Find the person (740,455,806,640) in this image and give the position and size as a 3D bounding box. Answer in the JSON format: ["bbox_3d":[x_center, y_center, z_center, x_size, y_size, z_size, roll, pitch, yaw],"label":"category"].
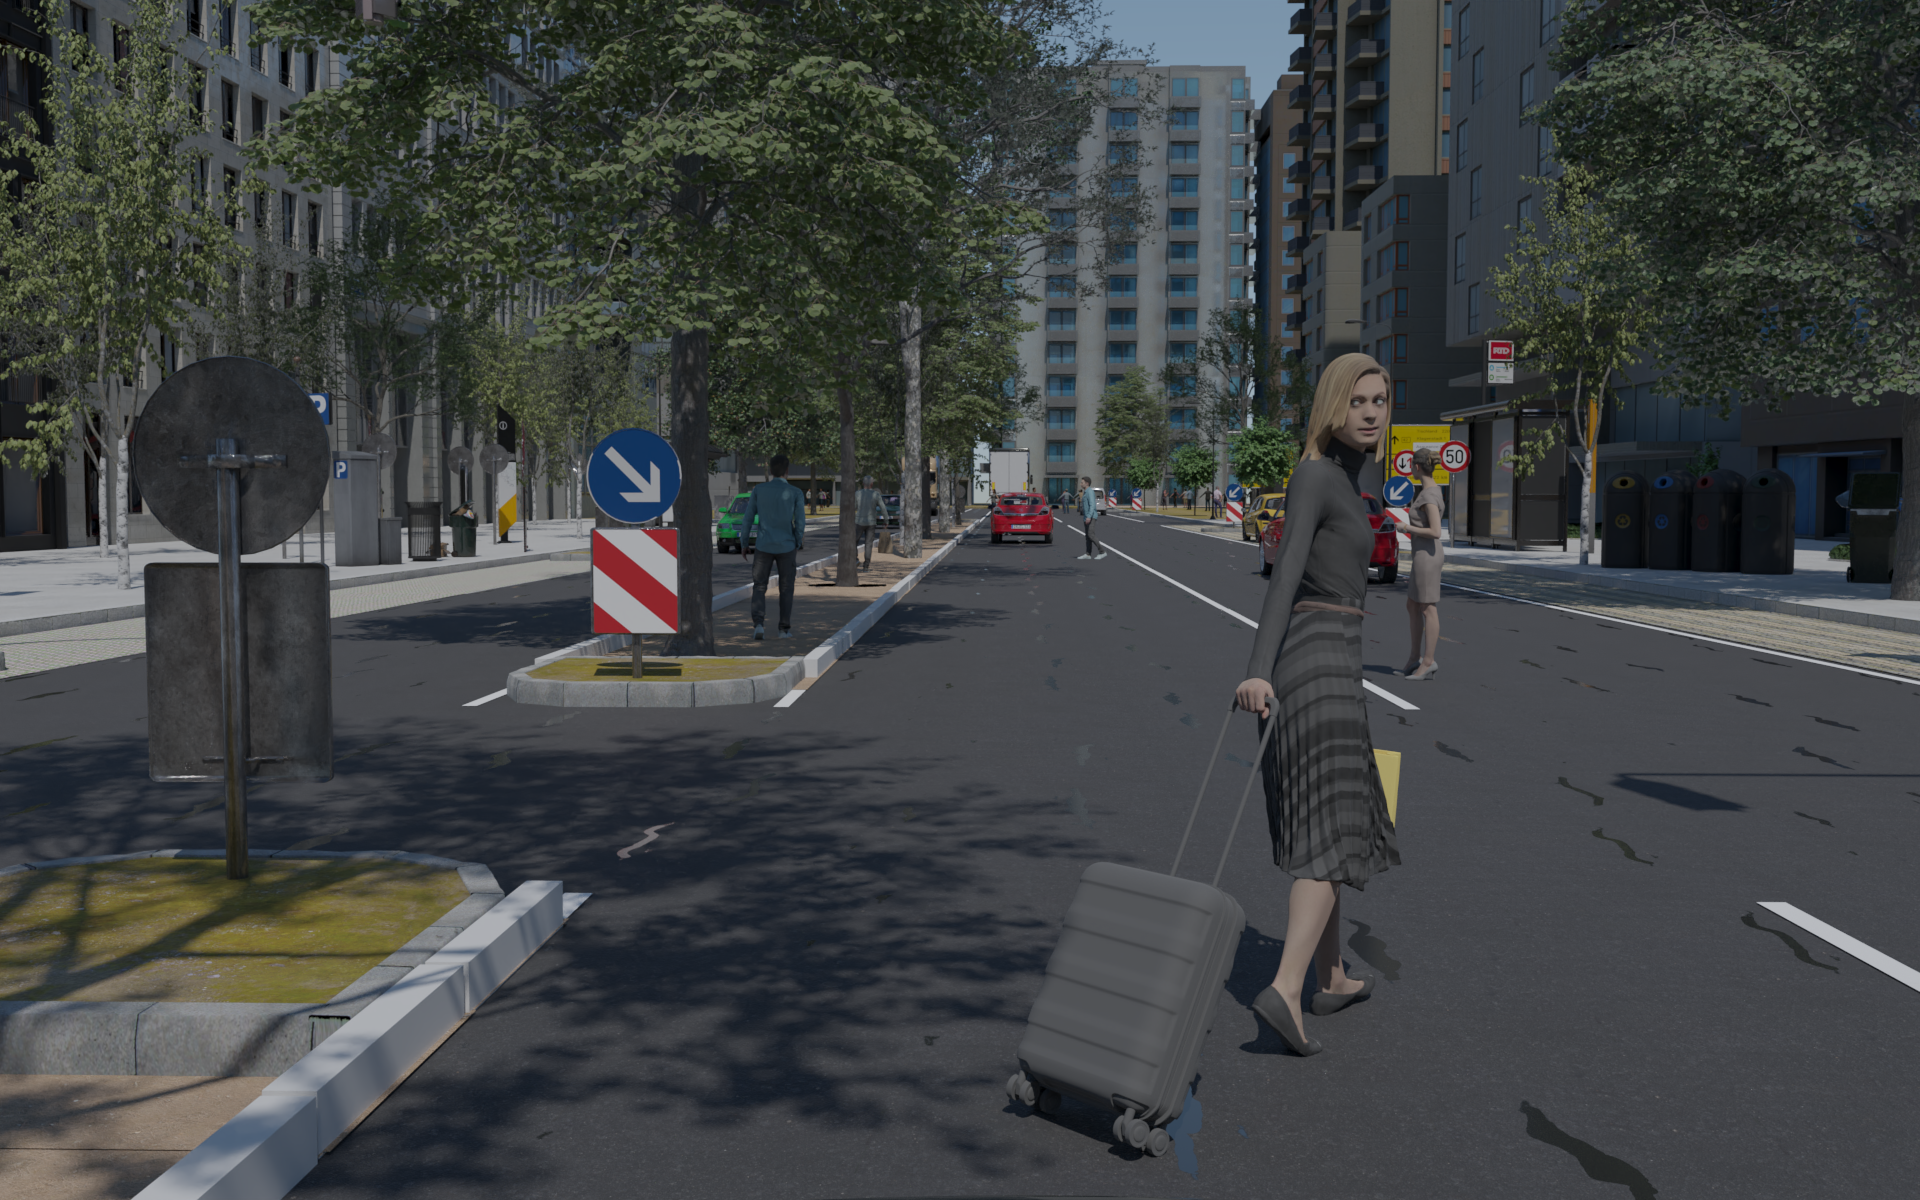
[{"bbox_3d":[-1.847,-0.522,17.053,0.660,1.820,0.620,0,4,-1],"label":"person"}]

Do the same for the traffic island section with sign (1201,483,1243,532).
[{"bbox_3d":[10.106,-3.455,65.114,1.989,1.847,2.006,0,4,2],"label":"traffic island section with sign"}]

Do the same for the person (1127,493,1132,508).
[{"bbox_3d":[15.956,-9.279,160.977,0.991,1.433,0.599,2,4,26],"label":"person"}]

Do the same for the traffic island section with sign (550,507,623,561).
[{"bbox_3d":[-7.706,-1.778,37.705,1.989,1.847,2.006,0,4,2],"label":"traffic island section with sign"}]

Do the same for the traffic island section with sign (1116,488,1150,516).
[{"bbox_3d":[11.514,-6.465,114.334,1.989,1.847,2.006,0,4,2],"label":"traffic island section with sign"}]

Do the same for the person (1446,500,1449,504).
[{"bbox_3d":[25.398,-4.857,88.711,1.065,1.426,0.557,2,4,32],"label":"person"}]

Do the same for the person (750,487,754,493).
[{"bbox_3d":[-13.573,-6.577,114.135,0.990,1.755,0.434,-1,4,-16],"label":"person"}]

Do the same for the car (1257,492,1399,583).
[{"bbox_3d":[6.190,-1.245,29.400,2.155,1.783,4.494,0,4,2],"label":"car"}]

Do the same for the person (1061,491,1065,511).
[{"bbox_3d":[8.558,-8.159,142.814,0.541,1.710,0.530,-3,4,-38],"label":"person"}]

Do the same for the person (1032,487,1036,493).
[{"bbox_3d":[4.257,-5.521,98.868,0.705,1.812,1.348,-1,4,-10],"label":"person"}]

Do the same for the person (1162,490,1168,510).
[{"bbox_3d":[16.620,-8.109,140.102,0.593,1.643,0.415,2,4,27],"label":"person"}]

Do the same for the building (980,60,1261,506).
[{"bbox_3d":[17.524,-35.131,194.003,30.456,49.044,23.786,0,4,2],"label":"building"}]

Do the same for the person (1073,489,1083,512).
[{"bbox_3d":[9.578,-7.830,136.611,1.348,1.812,0.705,0,4,2],"label":"person"}]

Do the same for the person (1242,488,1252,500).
[{"bbox_3d":[18.616,-6.642,114.644,1.348,1.824,0.705,0,4,-1],"label":"person"}]

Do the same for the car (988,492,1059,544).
[{"bbox_3d":[1.870,-2.592,51.412,2.155,1.783,4.494,0,4,4],"label":"car"}]

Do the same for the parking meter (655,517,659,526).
[{"bbox_3d":[-12.062,-3.877,69.092,0.399,1.863,0.255,-2,4,-28],"label":"parking meter"}]

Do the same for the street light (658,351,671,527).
[{"bbox_3d":[-8.961,-5.035,54.868,1.470,5.913,1.316,0,4,2],"label":"street light"}]

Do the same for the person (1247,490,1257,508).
[{"bbox_3d":[24.204,-8.435,143.588,0.705,1.869,1.348,-2,4,-33],"label":"person"}]

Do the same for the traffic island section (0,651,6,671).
[{"bbox_3d":[-8.736,0.560,13.120,2.009,0.180,2.903,0,4,2],"label":"traffic island section"}]

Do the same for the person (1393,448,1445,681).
[{"bbox_3d":[3.535,-0.275,13.344,0.374,1.781,0.599,1,4,13],"label":"person"}]

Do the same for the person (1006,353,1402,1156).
[{"bbox_3d":[0.711,0.266,4.374,1.509,1.804,0.699,-3,5,-41],"label":"person"}]

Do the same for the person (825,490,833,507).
[{"bbox_3d":[-12.813,-9.814,168.591,0.705,1.869,1.348,-3,5,-40],"label":"person"}]

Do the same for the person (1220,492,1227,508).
[{"bbox_3d":[25.454,-9.590,166.015,1.217,1.735,0.721,0,4,-5],"label":"person"}]

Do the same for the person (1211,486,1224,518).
[{"bbox_3d":[13.884,-5.274,93.208,0.436,1.711,0.756,-2,4,-33],"label":"person"}]

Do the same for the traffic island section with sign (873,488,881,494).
[{"bbox_3d":[-5.496,-6.495,114.829,1.989,1.847,2.006,0,4,2],"label":"traffic island section with sign"}]

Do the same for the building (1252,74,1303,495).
[{"bbox_3d":[39.917,-32.912,188.229,14.200,45.320,14.600,0,4,2],"label":"building"}]

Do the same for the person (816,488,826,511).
[{"bbox_3d":[-10.431,-7.504,129.518,1.217,1.735,0.721,3,5,42],"label":"person"}]

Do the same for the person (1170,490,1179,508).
[{"bbox_3d":[20.341,-9.618,164.017,1.217,1.743,0.721,-2,4,-33],"label":"person"}]

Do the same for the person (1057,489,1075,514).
[{"bbox_3d":[7.798,-7.233,126.836,1.350,1.814,0.705,0,4,-8],"label":"person"}]

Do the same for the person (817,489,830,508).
[{"bbox_3d":[-12.559,-9.316,159.046,1.217,1.739,0.721,0,4,5],"label":"person"}]

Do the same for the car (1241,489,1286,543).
[{"bbox_3d":[9.470,-2.535,51.666,2.015,1.641,3.980,0,4,1],"label":"car"}]

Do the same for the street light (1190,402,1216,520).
[{"bbox_3d":[12.201,-7.008,87.127,1.470,5.913,1.316,0,4,2],"label":"street light"}]

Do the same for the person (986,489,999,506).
[{"bbox_3d":[1.935,-5.671,101.948,0.721,1.735,1.217,-2,4,-34],"label":"person"}]

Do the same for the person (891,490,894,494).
[{"bbox_3d":[-5.356,-7.664,134.637,1.217,1.723,0.721,-3,5,-42],"label":"person"}]

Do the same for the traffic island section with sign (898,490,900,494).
[{"bbox_3d":[-4.718,-8.143,141.773,1.989,1.847,2.006,0,4,2],"label":"traffic island section with sign"}]

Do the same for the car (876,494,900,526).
[{"bbox_3d":[-3.001,-3.848,72.709,2.009,1.686,4.222,0,4,0],"label":"car"}]

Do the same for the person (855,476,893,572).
[{"bbox_3d":[-1.621,-1.379,31.530,0.782,1.767,0.515,0,4,-6],"label":"person"}]

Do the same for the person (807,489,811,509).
[{"bbox_3d":[-12.496,-8.407,144.285,0.721,1.735,1.217,1,4,20],"label":"person"}]

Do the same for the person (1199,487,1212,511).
[{"bbox_3d":[18.558,-7.566,129.771,1.348,1.821,0.705,-1,4,-11],"label":"person"}]

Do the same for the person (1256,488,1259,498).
[{"bbox_3d":[26.306,-8.940,152.352,0.705,1.807,1.348,-1,4,-9],"label":"person"}]

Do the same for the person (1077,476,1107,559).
[{"bbox_3d":[2.915,-1.811,38.129,0.620,1.820,0.660,0,4,-7],"label":"person"}]

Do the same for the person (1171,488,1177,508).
[{"bbox_3d":[20.143,-9.594,162.528,0.705,1.869,1.348,-1,4,-11],"label":"person"}]

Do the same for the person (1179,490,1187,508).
[{"bbox_3d":[20.941,-9.476,160.983,1.348,1.824,0.705,-2,4,-29],"label":"person"}]

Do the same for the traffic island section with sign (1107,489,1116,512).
[{"bbox_3d":[12.290,-8.113,141.278,1.989,1.847,2.006,0,4,2],"label":"traffic island section with sign"}]

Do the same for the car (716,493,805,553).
[{"bbox_3d":[-4.954,-2.110,43.301,1.959,1.807,4.718,0,4,1],"label":"car"}]

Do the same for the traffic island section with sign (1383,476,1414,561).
[{"bbox_3d":[9.325,-1.792,37.920,1.989,1.847,2.006,0,4,2],"label":"traffic island section with sign"}]

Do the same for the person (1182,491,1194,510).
[{"bbox_3d":[18.538,-8.206,140.195,1.348,1.826,0.705,-3,4,-39],"label":"person"}]

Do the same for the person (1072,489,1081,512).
[{"bbox_3d":[9.530,-7.908,137.880,1.350,1.814,0.705,1,4,16],"label":"person"}]

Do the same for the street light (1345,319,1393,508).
[{"bbox_3d":[10.916,-4.500,46.118,1.470,5.913,1.316,0,4,2],"label":"street light"}]

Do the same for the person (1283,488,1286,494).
[{"bbox_3d":[16.266,-4.988,87.613,0.388,1.821,0.555,2,4,31],"label":"person"}]
